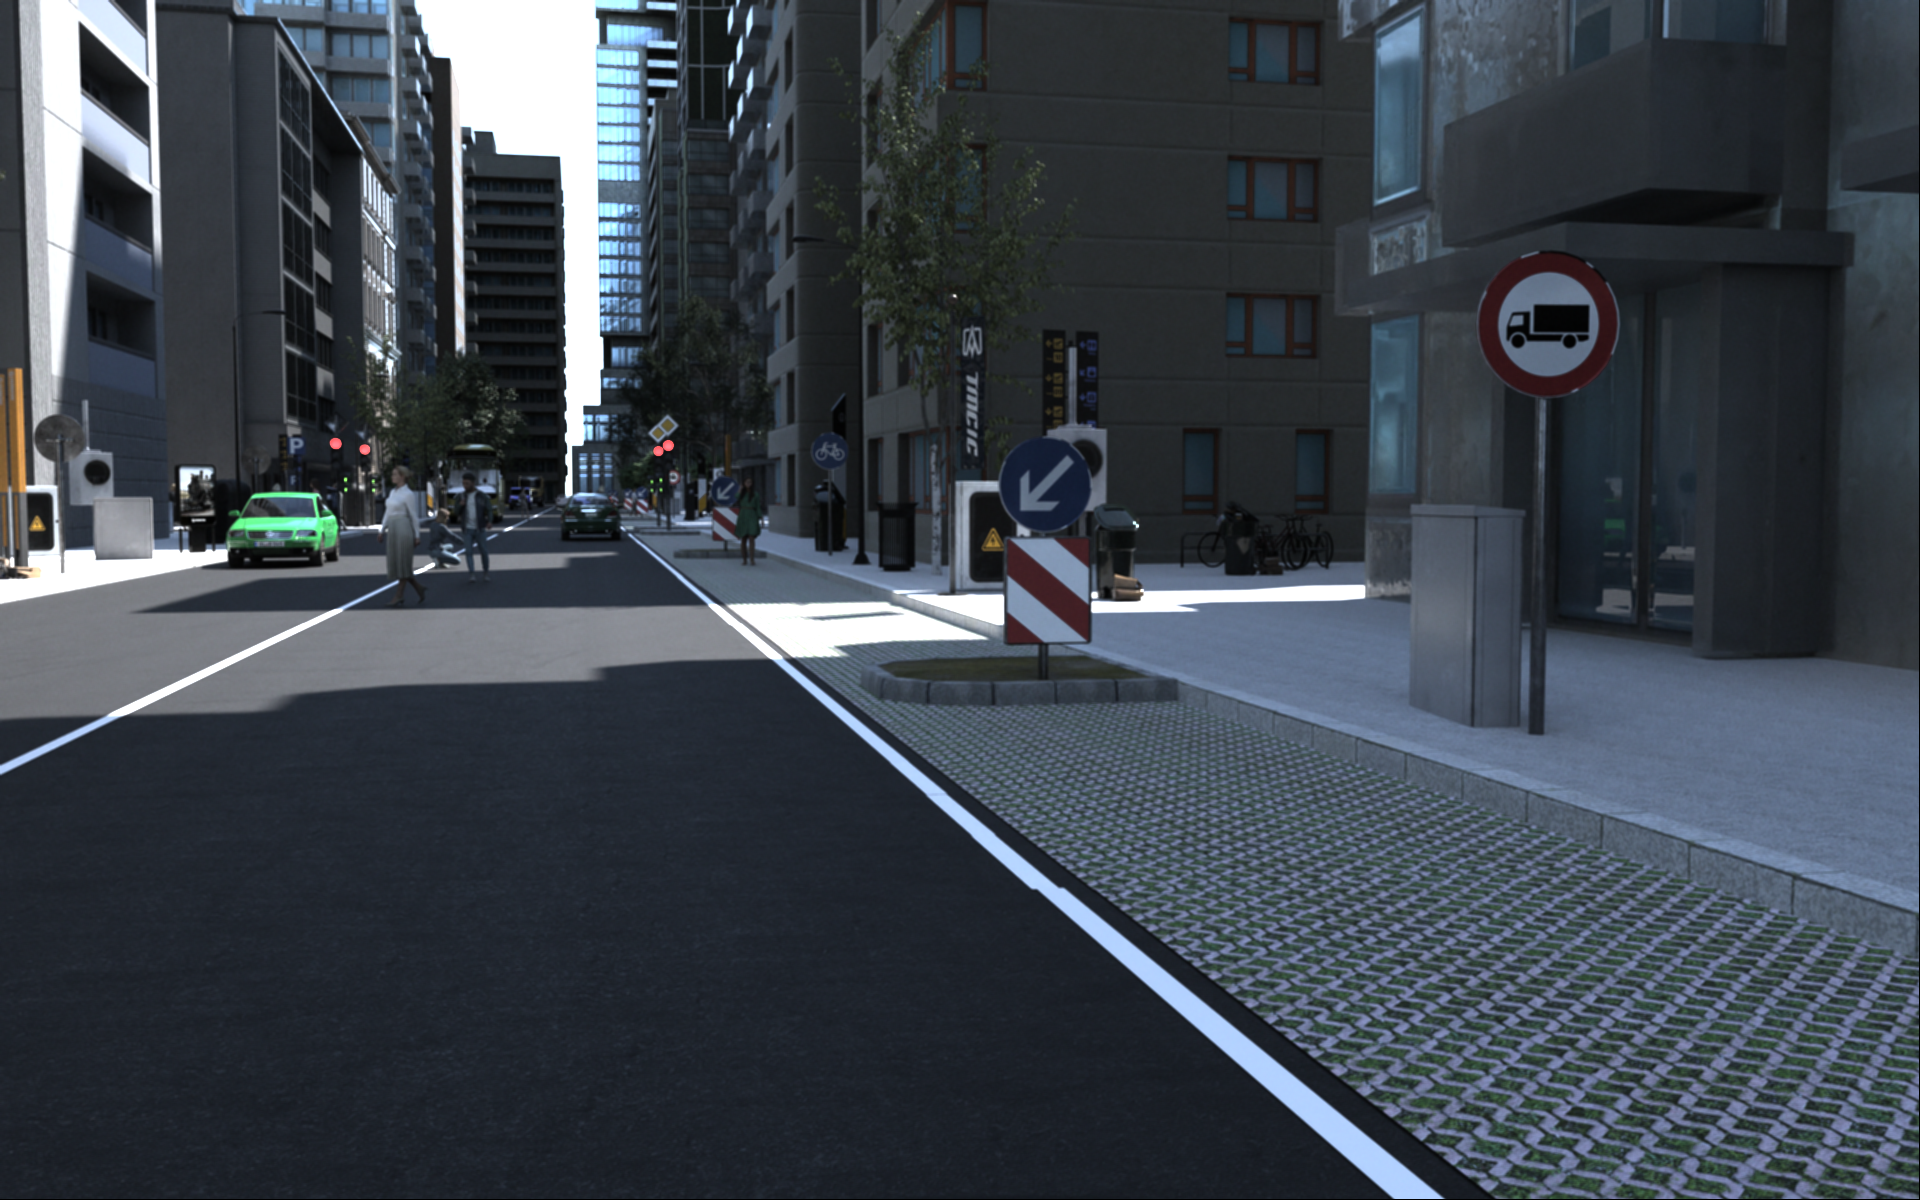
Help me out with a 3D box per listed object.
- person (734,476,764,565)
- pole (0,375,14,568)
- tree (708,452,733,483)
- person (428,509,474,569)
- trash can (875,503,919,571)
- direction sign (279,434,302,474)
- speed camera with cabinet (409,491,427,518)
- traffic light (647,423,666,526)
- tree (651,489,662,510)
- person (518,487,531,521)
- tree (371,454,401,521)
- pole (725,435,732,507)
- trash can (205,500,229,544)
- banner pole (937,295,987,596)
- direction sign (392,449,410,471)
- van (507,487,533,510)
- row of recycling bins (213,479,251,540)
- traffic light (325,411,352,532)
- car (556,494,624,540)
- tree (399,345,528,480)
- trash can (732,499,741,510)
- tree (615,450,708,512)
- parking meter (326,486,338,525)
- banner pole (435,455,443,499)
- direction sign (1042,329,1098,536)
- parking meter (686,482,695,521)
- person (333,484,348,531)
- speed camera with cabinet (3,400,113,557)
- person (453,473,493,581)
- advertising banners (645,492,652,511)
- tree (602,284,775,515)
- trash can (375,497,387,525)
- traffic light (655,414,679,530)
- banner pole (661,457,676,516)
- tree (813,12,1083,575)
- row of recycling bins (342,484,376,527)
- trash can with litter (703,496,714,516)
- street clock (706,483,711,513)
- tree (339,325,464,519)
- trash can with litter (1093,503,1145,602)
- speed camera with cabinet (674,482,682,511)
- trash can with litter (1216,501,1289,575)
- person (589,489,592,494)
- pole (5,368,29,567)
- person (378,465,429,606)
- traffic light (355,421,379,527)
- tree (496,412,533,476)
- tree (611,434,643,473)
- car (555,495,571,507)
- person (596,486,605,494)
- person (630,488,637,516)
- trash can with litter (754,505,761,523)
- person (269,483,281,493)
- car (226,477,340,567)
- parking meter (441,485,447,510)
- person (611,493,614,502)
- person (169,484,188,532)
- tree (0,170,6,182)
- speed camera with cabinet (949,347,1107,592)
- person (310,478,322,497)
[{"bbox_3d":[-4.231,-1.585,34.666,0.600,1.795,0.529,-1,4,-15],"label":"person"},{"bbox_3d":[-16.406,-2.189,29.632,0.158,3.312,0.155,0,3,0],"label":"pole"},{"bbox_3d":[-18.455,-8.816,127.856,4.285,4.588,4.351,0,3,0],"label":"tree"},{"bbox_3d":[-10.000,-1.199,33.598,0.738,1.151,1.012,-3,5,-41],"label":"person"},{"bbox_3d":[-1.052,-1.055,28.906,0.748,1.137,0.748,0,3,0],"label":"trash can"},{"bbox_3d":[-25.393,-4.511,65.757,0.876,3.537,0.379,0,4,3],"label":"direction sign"},{"bbox_3d":[-30.270,-6.140,94.723,2.038,3.252,0.660,-1,4,-9],"label":"speed camera with cabinet"},{"bbox_3d":[-11.997,-4.885,68.787,0.839,4.253,0.868,-1,4,-12],"label":"traffic light"},{"bbox_3d":[-24.108,-8.805,138.560,1.663,3.219,1.824,0,3,0],"label":"tree"},{"bbox_3d":[-23.022,-5.061,91.582,0.599,1.781,0.374,1,4,21],"label":"person"},{"bbox_3d":[-27.287,-5.375,82.486,1.663,3.219,1.824,0,3,0],"label":"tree"},{"bbox_3d":[-7.953,-4.013,59.462,0.158,3.312,0.155,0,3,0],"label":"pole"},{"bbox_3d":[-19.211,-2.018,44.645,0.748,1.137,0.748,0,3,0],"label":"trash can"},{"bbox_3d":[0.054,-1.936,21.667,0.401,3.779,0.863,-3,5,-39],"label":"banner pole"},{"bbox_3d":[-28.028,-5.801,86.851,0.876,3.537,0.379,0,4,1],"label":"direction sign"},{"bbox_3d":[-39.771,-9.320,156.773,2.240,2.365,5.245,-1,4,-12],"label":"van"},{"bbox_3d":[-20.552,-2.533,48.522,1.069,1.692,3.534,-2,4,-29],"label":"row of recycling bins"},{"bbox_3d":[-21.050,-4.264,58.630,0.839,4.253,0.868,-1,4,-12],"label":"traffic light"},{"bbox_3d":[-11.748,-2.648,55.086,2.131,1.459,4.920,-1,4,-12],"label":"car"},{"bbox_3d":[-38.273,-13.247,133.598,9.611,12.733,9.660,0,3,0],"label":"tree"},{"bbox_3d":[-10.064,-4.107,78.797,0.748,1.137,0.748,0,3,0],"label":"trash can"},{"bbox_3d":[-20.266,-8.136,116.734,4.285,4.588,4.351,0,3,0],"label":"tree"},{"bbox_3d":[-20.925,-3.016,57.717,0.372,1.533,0.369,0,3,0],"label":"parking meter"},{"bbox_3d":[-33.166,-7.357,110.302,0.401,3.779,0.863,1,4,23],"label":"banner pole"},{"bbox_3d":[1.532,-1.960,24.045,0.876,3.537,0.379,-2,4,-27],"label":"direction sign"},{"bbox_3d":[-12.965,-4.743,83.264,0.399,1.863,0.255,-2,4,-23],"label":"parking meter"},{"bbox_3d":[-23.150,-3.404,64.252,0.767,1.812,0.694,0,4,3],"label":"person"},{"bbox_3d":[-18.688,-2.541,35.873,0.660,3.252,2.038,3,4,38],"label":"speed camera with cabinet"},{"bbox_3d":[-8.004,-1.202,28.494,0.623,1.781,0.721,-1,4,-19],"label":"person"},{"bbox_3d":[-24.112,-8.481,134.849,0.090,3.025,2.074,-2,4,-34],"label":"advertising banners"},{"bbox_3d":[-11.183,-8.761,77.649,7.601,10.594,8.767,0,4,1],"label":"tree"},{"bbox_3d":[-24.460,-3.740,72.799,0.748,1.137,0.748,0,3,0],"label":"trash can"},{"bbox_3d":[-10.294,-4.408,60.985,0.839,4.253,0.868,-1,4,-12],"label":"traffic light"},{"bbox_3d":[-17.059,-6.828,101.658,0.863,3.779,0.401,0,4,7],"label":"banner pole"},{"bbox_3d":[-0.320,-4.684,26.943,4.737,8.622,4.395,0,3,0],"label":"tree"},{"bbox_3d":[-24.006,-3.805,69.318,1.069,1.692,3.534,-1,4,-11],"label":"row of recycling bins"},{"bbox_3d":[-14.358,-5.435,99.920,1.678,1.210,2.233,-2,4,-29],"label":"trash can with litter"},{"bbox_3d":[-17.039,-6.884,117.130,0.358,2.002,0.471,3,5,45],"label":"street clock"},{"bbox_3d":[-25.201,-7.690,76.095,4.737,8.622,4.395,0,3,0],"label":"tree"},{"bbox_3d":[2.003,-0.592,21.070,0.624,1.170,1.055,-1,4,-12],"label":"trash can with litter"},{"bbox_3d":[-21.389,-8.381,131.363,0.660,3.252,2.038,0,4,-7],"label":"speed camera with cabinet"},{"bbox_3d":[4.651,-0.986,27.515,1.055,1.170,0.624,-1,4,-12],"label":"trash can with litter"},{"bbox_3d":[-29.682,-8.016,139.576,0.388,1.821,0.555,0,4,-4],"label":"person"},{"bbox_3d":[-15.324,-2.100,28.182,0.158,3.312,0.155,0,3,0],"label":"pole"},{"bbox_3d":[-7.158,-0.832,22.334,0.641,1.798,0.478,-3,5,-43],"label":"person"},{"bbox_3d":[-22.753,-4.741,66.432,0.839,4.253,0.868,-1,4,-12],"label":"traffic light"},{"bbox_3d":[-56.914,-17.712,215.353,9.928,11.665,9.643,0,3,0],"label":"tree"},{"bbox_3d":[-40.081,-15.807,208.800,4.360,8.622,3.978,0,3,0],"label":"tree"},{"bbox_3d":[-40.336,-10.060,176.848,2.083,1.381,4.827,-1,4,-14],"label":"car"},{"bbox_3d":[-15.659,-4.091,75.573,0.537,1.800,0.526,1,4,13],"label":"person"},{"bbox_3d":[-20.858,-6.240,110.747,0.641,1.798,0.478,3,4,36],"label":"person"},{"bbox_3d":[-8.819,-3.735,72.460,1.055,1.170,0.624,3,5,39],"label":"trash can with litter"},{"bbox_3d":[-23.784,-3.152,60.226,0.537,1.800,0.526,-1,4,-15],"label":"person"},{"bbox_3d":[-13.810,-1.630,35.443,1.959,1.807,4.718,-1,4,-14],"label":"car"},{"bbox_3d":[-32.359,-6.294,108.621,0.255,1.863,0.399,1,4,14],"label":"parking meter"},{"bbox_3d":[-27.148,-7.594,135.257,0.503,1.515,0.523,2,4,32],"label":"person"},{"bbox_3d":[-28.242,-3.333,63.217,1.509,1.804,0.699,0,4,-7],"label":"person"},{"bbox_3d":[-13.153,-4.266,20.118,4.360,8.622,3.978,0,3,0],"label":"tree"},{"bbox_3d":[0.905,-1.758,23.085,2.038,3.252,0.660,-1,4,-15],"label":"speed camera with cabinet"},{"bbox_3d":[-16.204,-2.136,43.428,0.388,1.821,0.555,-2,4,-33],"label":"person"}]
